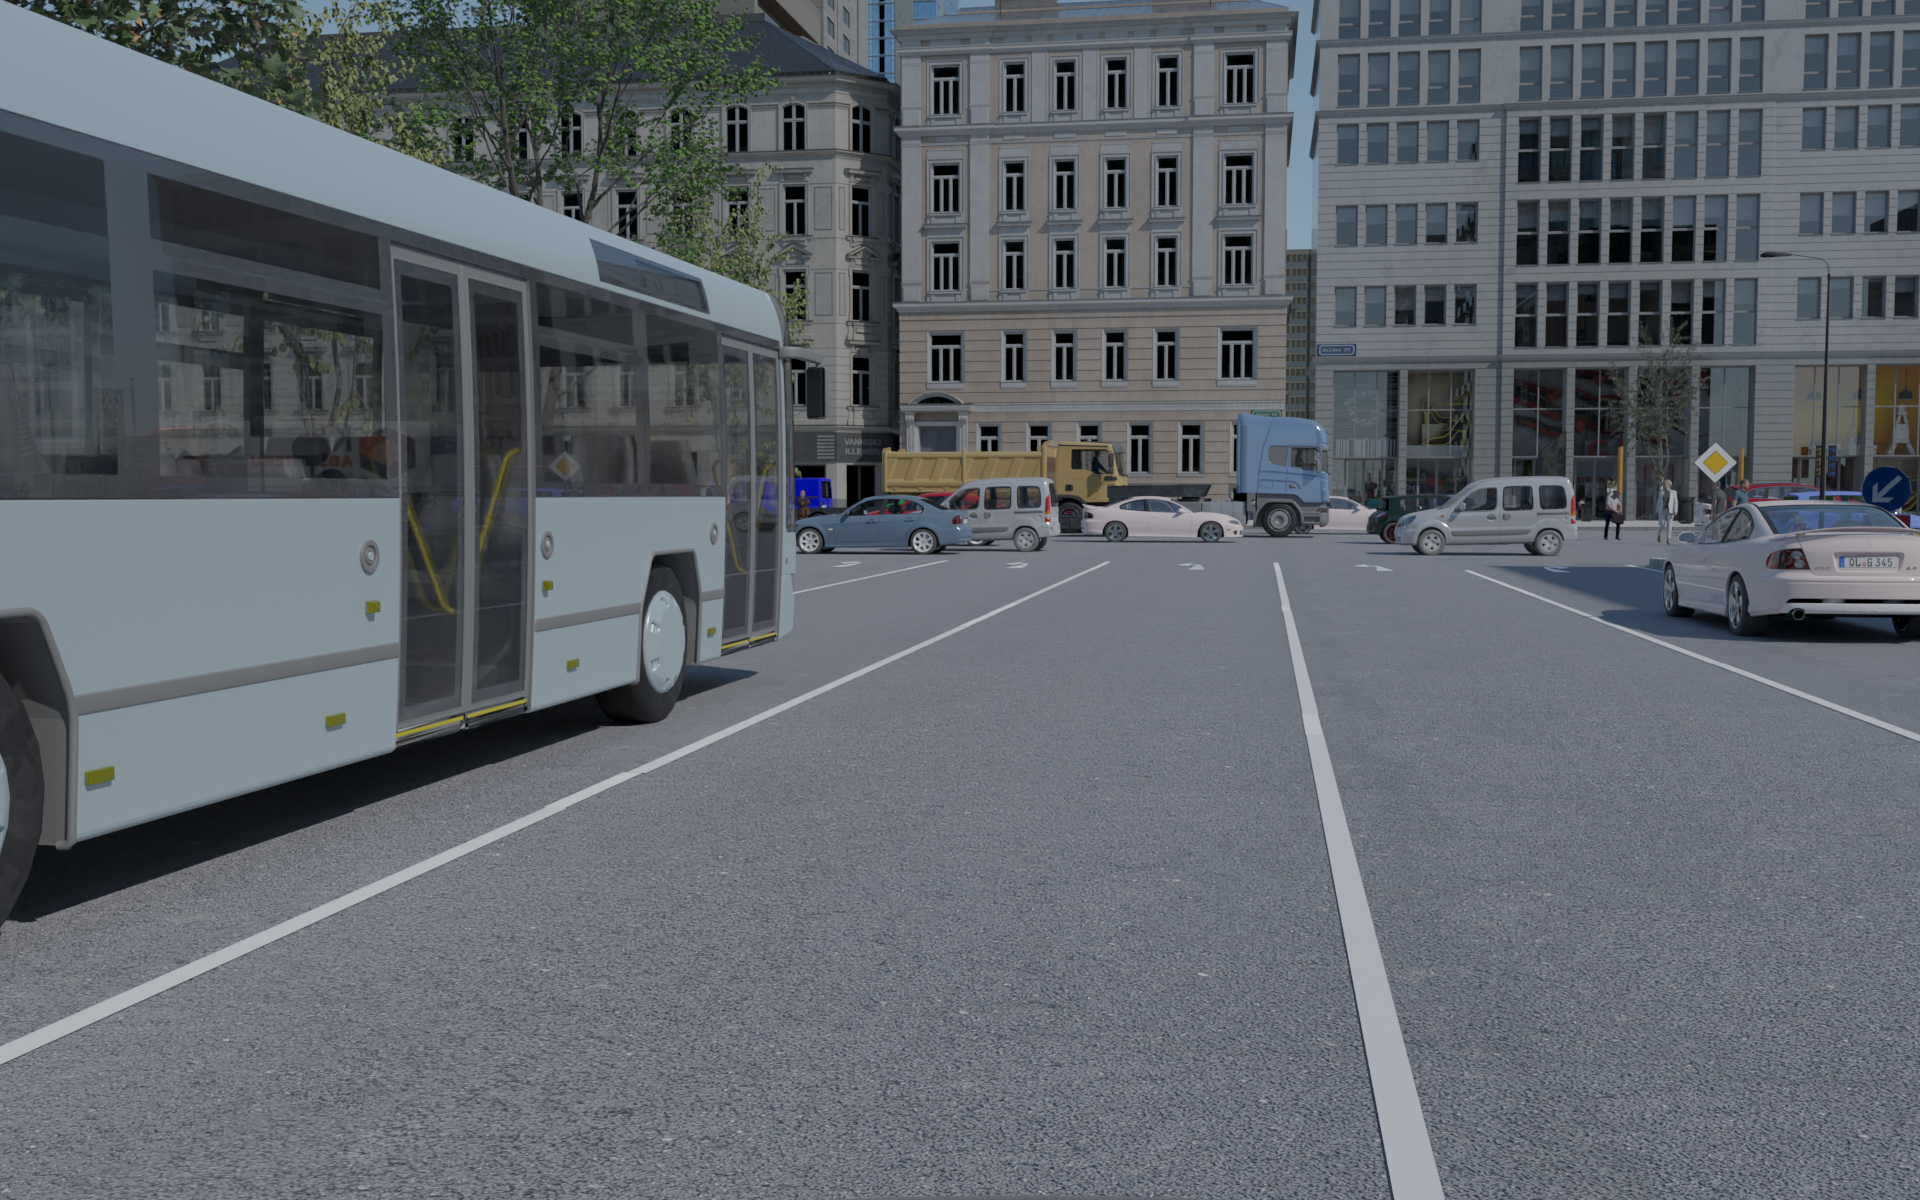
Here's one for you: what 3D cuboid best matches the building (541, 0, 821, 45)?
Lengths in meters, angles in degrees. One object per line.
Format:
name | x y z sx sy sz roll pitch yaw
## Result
building | -24.964 -32.201 150.187 21.300 48.544 21.600 1 4 10

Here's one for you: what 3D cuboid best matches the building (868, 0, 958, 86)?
building | -12.310 -57.991 260.824 31.000 86.520 22.319 1 4 10

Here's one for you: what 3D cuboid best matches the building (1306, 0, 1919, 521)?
building | 32.809 -18.925 86.915 29.804 29.767 11.434 1 4 10

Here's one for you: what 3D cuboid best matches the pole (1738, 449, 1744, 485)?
pole | 35.056 -5.134 77.781 0.158 3.312 0.155 0 3 0

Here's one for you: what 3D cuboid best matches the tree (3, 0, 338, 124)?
tree | -9.574 -5.595 10.939 9.611 12.733 9.660 0 3 0

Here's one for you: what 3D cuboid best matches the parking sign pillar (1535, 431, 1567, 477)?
parking sign pillar | 25.235 -5.234 74.050 1.447 3.967 1.447 -1 4 -20

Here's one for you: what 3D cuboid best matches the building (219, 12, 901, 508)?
building | -23.924 -19.767 99.613 44.131 29.872 17.030 1 4 10

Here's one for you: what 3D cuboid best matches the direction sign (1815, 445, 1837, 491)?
direction sign | 40.164 -5.407 80.405 0.876 3.537 0.379 1 4 16

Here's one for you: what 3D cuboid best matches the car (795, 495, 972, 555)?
car | -1.969 -1.819 41.737 4.499 1.417 2.014 1 4 9

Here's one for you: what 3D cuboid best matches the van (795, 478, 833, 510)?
van | -7.518 -3.778 66.162 5.245 2.365 2.240 1 4 11

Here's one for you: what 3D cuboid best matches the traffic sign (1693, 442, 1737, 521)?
traffic sign | 14.564 -1.824 33.460 0.795 2.450 0.064 1 4 10

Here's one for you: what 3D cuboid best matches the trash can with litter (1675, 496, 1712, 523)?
trash can with litter | 33.378 -4.085 77.839 2.233 1.210 1.678 3 5 42

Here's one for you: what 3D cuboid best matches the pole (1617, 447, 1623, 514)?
pole | 28.576 -4.965 75.013 0.158 3.312 0.155 0 3 0

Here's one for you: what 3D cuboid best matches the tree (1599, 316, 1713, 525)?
tree | 28.628 -7.386 71.128 4.360 8.622 3.978 0 3 0

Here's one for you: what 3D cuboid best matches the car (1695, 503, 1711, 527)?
car | 29.243 -3.085 62.803 4.827 1.381 2.083 1 4 11

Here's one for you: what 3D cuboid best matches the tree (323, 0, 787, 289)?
tree | -6.673 -6.085 27.697 9.928 11.665 9.643 0 3 0

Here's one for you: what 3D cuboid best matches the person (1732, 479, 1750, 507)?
person | 19.414 -2.102 42.988 0.598 1.807 0.434 -2 4 -28

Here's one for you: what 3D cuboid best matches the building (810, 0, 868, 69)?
building | -21.105 -45.084 175.367 20.611 71.187 20.563 1 4 10

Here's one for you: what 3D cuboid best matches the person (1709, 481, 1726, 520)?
person | 20.628 -2.361 47.237 0.598 1.807 0.434 -2 4 -28

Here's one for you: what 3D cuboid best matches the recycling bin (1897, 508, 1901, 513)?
recycling bin | 37.728 -3.526 70.204 0.722 1.027 0.722 2 4 26

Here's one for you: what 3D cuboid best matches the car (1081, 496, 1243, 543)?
car | 6.037 -2.414 51.837 4.827 1.381 2.083 1 4 8

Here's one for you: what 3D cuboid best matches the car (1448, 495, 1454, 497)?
car | 15.782 -2.679 55.811 2.014 1.417 4.499 1 4 9

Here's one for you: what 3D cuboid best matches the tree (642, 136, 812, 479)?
tree | -4.775 -5.026 34.989 4.737 8.622 4.395 0 3 0

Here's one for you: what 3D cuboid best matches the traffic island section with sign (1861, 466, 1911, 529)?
traffic island section with sign | 13.185 -1.026 25.401 1.989 1.847 2.006 1 4 10

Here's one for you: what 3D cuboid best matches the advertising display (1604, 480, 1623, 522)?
advertising display | 30.142 -4.567 79.880 0.974 1.923 0.123 -2 4 -24

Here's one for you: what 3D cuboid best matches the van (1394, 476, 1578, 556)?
van | 12.369 -2.072 40.882 4.112 2.044 2.013 0 4 8

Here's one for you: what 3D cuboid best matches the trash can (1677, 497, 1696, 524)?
trash can | 31.197 -3.838 74.398 0.748 1.137 0.748 0 3 0

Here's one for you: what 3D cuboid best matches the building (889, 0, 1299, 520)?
building | 7.489 -18.719 91.964 20.117 28.700 13.634 1 4 10

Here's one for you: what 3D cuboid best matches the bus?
bus | -3.579 -0.820 8.275 2.948 3.499 13.247 1 4 11

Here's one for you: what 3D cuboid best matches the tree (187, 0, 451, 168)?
tree | -7.708 -4.136 20.438 4.737 8.622 4.395 0 3 0

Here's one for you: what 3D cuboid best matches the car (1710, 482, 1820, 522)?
car | 28.009 -3.017 58.001 5.304 1.827 2.281 1 4 9

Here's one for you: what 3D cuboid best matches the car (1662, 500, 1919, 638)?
car | 8.973 -0.387 18.695 2.083 1.381 4.827 1 4 9

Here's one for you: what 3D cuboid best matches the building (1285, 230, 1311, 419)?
building | 45.630 -34.607 257.703 23.993 40.220 32.217 1 4 10

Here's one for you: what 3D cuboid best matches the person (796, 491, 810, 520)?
person | -5.226 -2.888 57.988 0.482 1.546 0.388 -2 4 -30

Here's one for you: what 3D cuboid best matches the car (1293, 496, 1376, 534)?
car | 13.612 -3.043 62.120 4.827 1.381 2.083 1 4 8

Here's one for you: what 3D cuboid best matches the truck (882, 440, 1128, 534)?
truck | 2.141 -4.177 64.211 9.791 3.379 3.469 1 4 12

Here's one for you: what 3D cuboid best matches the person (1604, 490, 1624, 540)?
person | 20.451 -2.655 54.128 0.614 1.554 0.590 -1 4 -22

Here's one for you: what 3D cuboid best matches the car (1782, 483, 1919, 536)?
car | 21.125 -1.919 40.970 3.694 1.707 1.945 1 4 11

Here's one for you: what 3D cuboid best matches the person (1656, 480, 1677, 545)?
person | 20.139 -2.509 49.400 0.514 1.842 0.818 1 4 8

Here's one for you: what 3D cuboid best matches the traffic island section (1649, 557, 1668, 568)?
traffic island section | 14.589 -0.688 33.533 2.009 0.180 2.903 1 4 10

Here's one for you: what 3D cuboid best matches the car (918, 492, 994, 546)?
car | -0.838 -2.408 48.408 4.494 1.783 2.155 1 4 10

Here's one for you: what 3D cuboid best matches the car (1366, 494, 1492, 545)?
car | 13.852 -2.449 49.821 4.222 1.686 2.009 1 4 9

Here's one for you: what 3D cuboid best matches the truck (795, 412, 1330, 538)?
truck | 3.730 -4.238 59.056 18.799 4.110 2.967 1 4 11

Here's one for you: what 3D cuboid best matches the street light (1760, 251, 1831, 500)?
street light | 15.984 -3.708 33.166 1.470 5.913 1.316 1 4 10

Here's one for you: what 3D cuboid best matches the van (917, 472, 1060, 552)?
van | 0.459 -2.252 43.839 4.112 2.044 2.013 1 4 12

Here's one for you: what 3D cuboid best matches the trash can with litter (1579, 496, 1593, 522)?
trash can with litter | 29.138 -4.240 80.705 0.624 1.170 1.055 1 4 18
